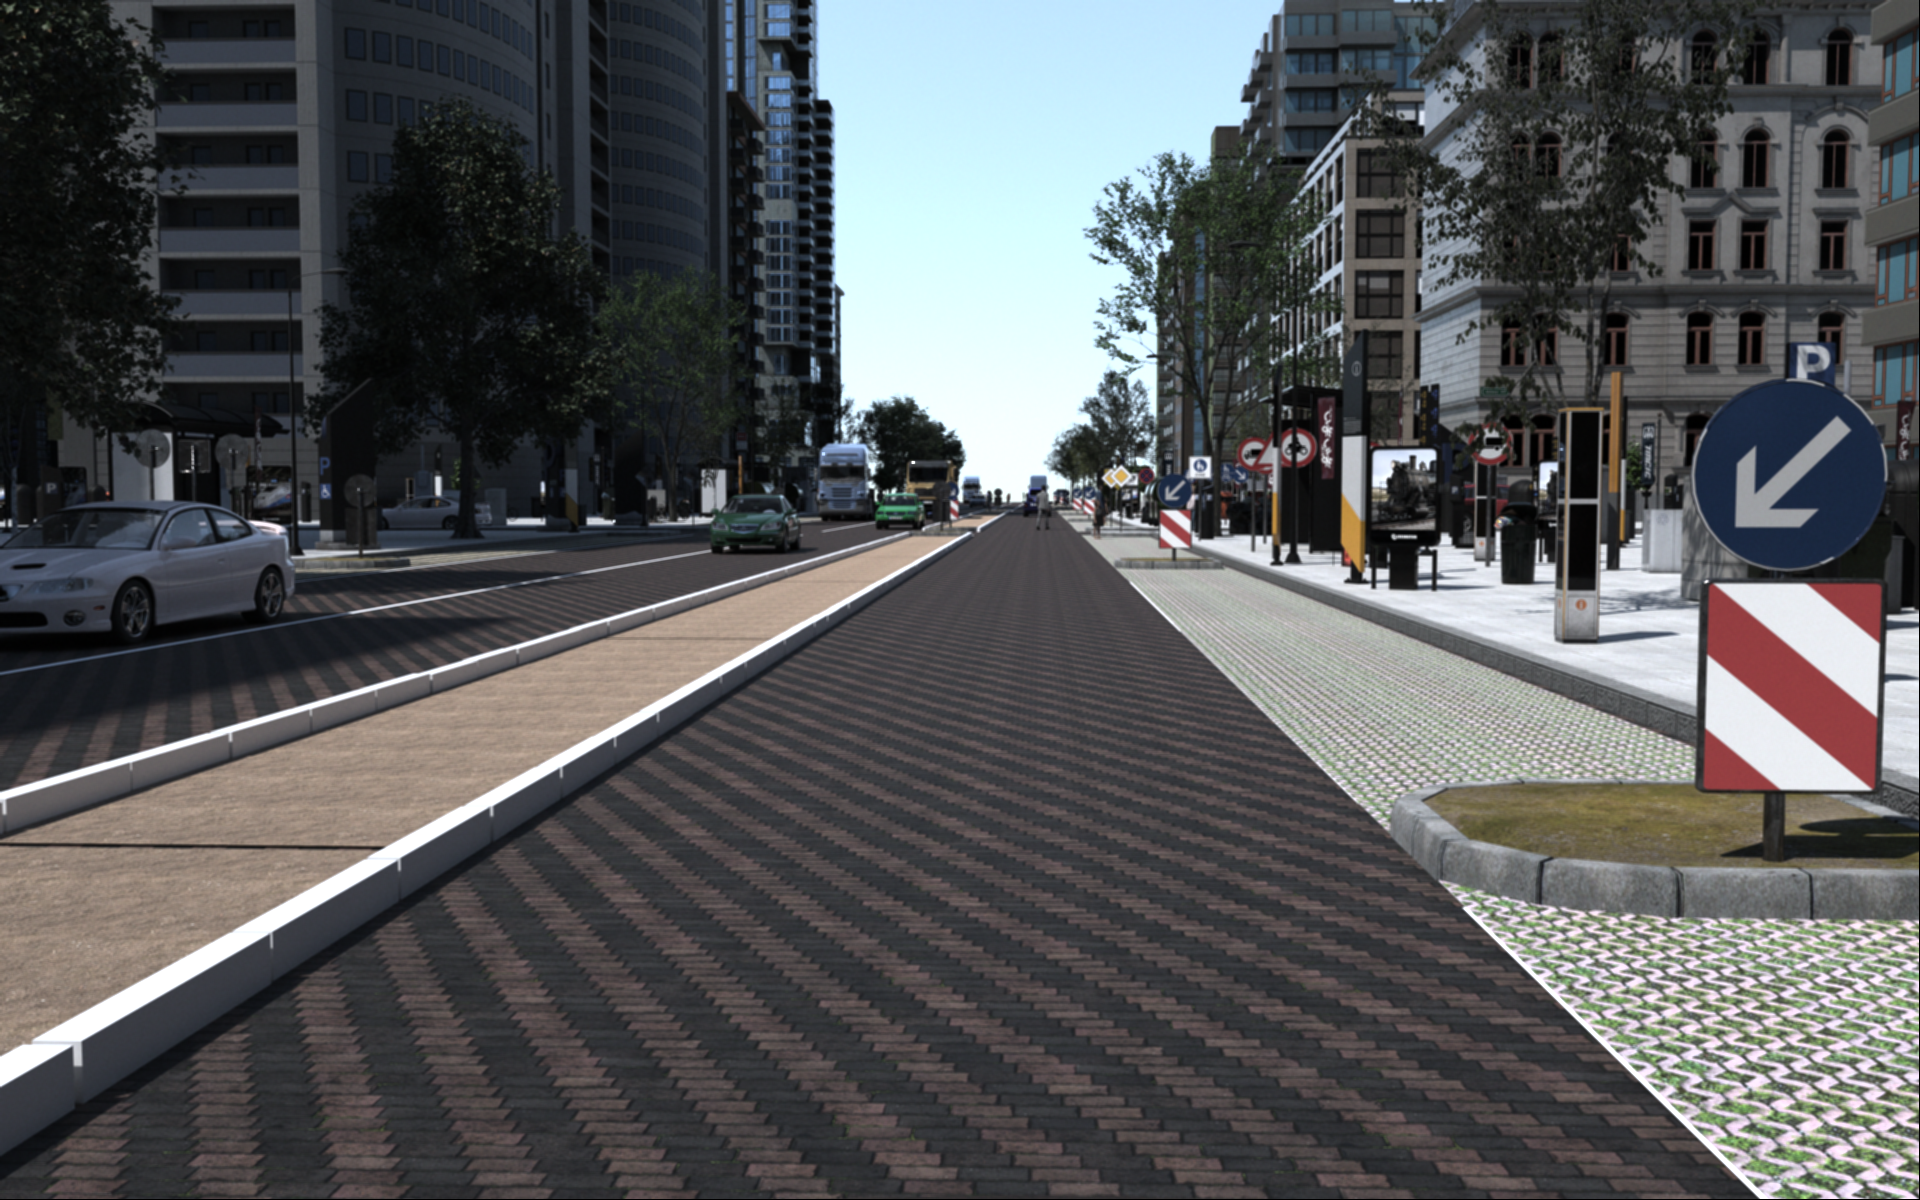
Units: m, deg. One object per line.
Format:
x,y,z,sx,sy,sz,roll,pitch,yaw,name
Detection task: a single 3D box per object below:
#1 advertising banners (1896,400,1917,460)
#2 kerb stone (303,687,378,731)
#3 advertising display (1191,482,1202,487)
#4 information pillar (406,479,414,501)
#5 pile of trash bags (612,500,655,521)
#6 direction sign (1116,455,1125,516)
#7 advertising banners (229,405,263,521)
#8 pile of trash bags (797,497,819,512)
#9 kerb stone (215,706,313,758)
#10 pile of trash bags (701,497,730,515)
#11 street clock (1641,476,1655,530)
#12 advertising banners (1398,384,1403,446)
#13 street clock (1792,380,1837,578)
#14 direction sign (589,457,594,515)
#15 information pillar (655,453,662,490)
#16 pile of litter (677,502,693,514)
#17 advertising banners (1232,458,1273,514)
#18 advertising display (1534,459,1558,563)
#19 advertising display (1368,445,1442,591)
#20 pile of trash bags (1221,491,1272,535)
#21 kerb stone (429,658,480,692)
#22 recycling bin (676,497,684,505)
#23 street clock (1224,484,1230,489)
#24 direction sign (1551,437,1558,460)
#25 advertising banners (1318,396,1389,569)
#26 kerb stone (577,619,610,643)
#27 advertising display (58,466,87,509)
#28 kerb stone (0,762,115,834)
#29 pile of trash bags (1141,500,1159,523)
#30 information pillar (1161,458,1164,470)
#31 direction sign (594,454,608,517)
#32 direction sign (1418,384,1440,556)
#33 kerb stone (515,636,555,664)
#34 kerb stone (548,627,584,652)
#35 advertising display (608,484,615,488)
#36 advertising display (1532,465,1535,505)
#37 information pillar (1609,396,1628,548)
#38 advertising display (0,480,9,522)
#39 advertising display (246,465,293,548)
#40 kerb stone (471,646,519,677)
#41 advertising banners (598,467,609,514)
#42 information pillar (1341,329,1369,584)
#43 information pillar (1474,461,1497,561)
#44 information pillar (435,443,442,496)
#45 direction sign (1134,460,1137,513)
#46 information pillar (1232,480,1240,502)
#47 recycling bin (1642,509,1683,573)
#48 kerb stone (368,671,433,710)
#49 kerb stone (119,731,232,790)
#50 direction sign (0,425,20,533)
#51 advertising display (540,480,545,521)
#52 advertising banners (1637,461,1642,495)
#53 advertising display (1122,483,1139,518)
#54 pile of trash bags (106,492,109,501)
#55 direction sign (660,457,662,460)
17.022,-2.199,32.138,2.074,3.025,0.090,-2,4,-26,advertising banners
-3.914,0.694,10.859,0.120,0.150,1.000,0,4,3,kerb stone
12.600,-5.406,93.598,0.974,1.923,0.123,-1,4,-10,advertising display
-25.990,-4.735,81.917,0.304,2.012,0.304,-2,4,-33,information pillar
-15.528,-4.393,81.585,1.912,1.369,3.447,0,4,4,pile of trash bags
9.365,-6.676,101.146,0.379,3.537,0.876,-2,4,-26,direction sign
-13.769,-2.282,33.493,0.090,3.025,2.074,0,4,-5,advertising banners
-11.142,-6.994,124.107,1.912,1.369,3.447,1,4,18,pile of trash bags
-3.960,0.756,9.838,0.120,0.150,1.000,0,4,3,kerb stone
-14.745,-5.789,104.397,1.912,1.369,3.447,-1,4,-21,pile of trash bags
22.674,-3.220,57.210,0.471,2.002,0.358,0,4,-7,street clock
6.925,-1.890,27.083,0.090,3.025,2.074,1,4,12,advertising banners
5.440,-0.405,11.188,0.471,2.002,0.358,0,4,6,street clock
-22.701,-7.063,107.481,0.379,3.537,0.876,2,4,28,direction sign
-17.388,-6.644,99.992,0.183,3.616,0.504,2,4,30,information pillar
-17.878,-5.928,110.894,1.719,0.858,1.176,-1,4,-9,pile of litter
14.288,-5.399,84.460,2.074,3.025,0.090,2,4,24,advertising banners
11.101,-1.650,32.196,0.123,1.923,0.974,-1,4,-22,advertising display
5.941,-1.097,23.150,0.974,1.923,0.123,3,4,37,advertising display
9.311,-2.801,55.552,1.912,1.369,3.447,-2,4,-27,pile of trash bags
-3.815,0.577,12.906,0.120,0.150,1.000,0,4,3,kerb stone
-21.265,-7.242,130.964,0.722,1.027,0.722,-3,5,-42,recycling bin
18.335,-6.984,118.761,0.471,2.002,0.358,2,4,32,street clock
23.655,-4.672,68.386,0.379,3.537,0.876,-2,4,-24,direction sign
6.905,-2.094,30.433,0.090,3.025,2.074,-2,4,-25,advertising banners
-3.641,0.318,16.991,0.120,0.150,1.000,0,4,3,kerb stone
-20.898,-2.178,40.829,0.123,1.923,0.974,0,4,4,advertising display
-4.052,0.881,7.793,0.120,0.150,1.000,0,4,3,kerb stone
9.616,-4.076,76.403,3.447,1.369,1.912,1,4,15,pile of trash bags
13.332,-7.505,114.065,0.183,3.616,0.504,-1,4,-10,information pillar
-20.317,-6.529,98.750,0.379,3.537,0.876,-3,5,-41,direction sign
9.737,-2.692,36.012,0.379,3.537,0.876,-1,4,-9,direction sign
-3.719,0.449,14.948,0.120,0.150,1.000,0,4,3,kerb stone
-3.681,0.386,15.970,0.120,0.150,1.000,0,4,3,kerb stone
-23.251,-6.766,115.842,0.123,1.923,0.974,3,5,43,advertising display
12.592,-1.928,36.737,0.123,1.923,0.974,-3,5,-40,advertising display
15.754,-3.065,41.471,0.183,3.616,0.504,-1,4,-22,information pillar
-44.498,-4.588,80.227,0.974,1.923,0.123,1,4,16,advertising display
-15.616,-2.079,39.209,0.974,1.923,0.123,-2,4,-30,advertising display
-3.774,0.508,13.927,0.120,0.150,1.000,0,4,3,kerb stone
-23.286,-7.158,113.217,0.090,3.025,2.074,-2,4,-29,advertising banners
5.658,-2.047,24.824,0.183,3.616,0.504,-1,4,-23,information pillar
10.044,-1.749,33.093,0.304,2.012,0.304,3,5,41,information pillar
-24.124,-5.433,80.178,0.504,3.616,0.183,3,5,41,information pillar
11.773,-7.600,116.259,0.379,3.537,0.876,1,4,12,direction sign
14.239,-5.186,89.282,0.304,2.012,0.304,3,4,37,information pillar
11.608,-0.966,28.342,0.722,1.027,0.722,1,4,10,recycling bin
-3.870,0.631,11.883,0.120,0.150,1.000,0,4,3,kerb stone
-4.012,0.822,8.815,0.120,0.150,1.000,0,4,3,kerb stone
-31.440,-3.977,57.027,0.876,3.537,0.379,-1,4,-20,direction sign
-19.151,-4.635,80.999,0.974,1.923,0.123,0,4,4,advertising display
30.180,-5.009,78.091,2.074,3.025,0.090,-2,4,-26,advertising banners
9.089,-5.357,92.797,0.974,1.923,0.123,1,4,21,advertising display
-69.382,-8.144,142.912,1.912,1.369,3.447,3,5,41,pile of trash bags
-18.118,-6.906,104.911,0.379,3.537,0.876,0,4,-1,direction sign
